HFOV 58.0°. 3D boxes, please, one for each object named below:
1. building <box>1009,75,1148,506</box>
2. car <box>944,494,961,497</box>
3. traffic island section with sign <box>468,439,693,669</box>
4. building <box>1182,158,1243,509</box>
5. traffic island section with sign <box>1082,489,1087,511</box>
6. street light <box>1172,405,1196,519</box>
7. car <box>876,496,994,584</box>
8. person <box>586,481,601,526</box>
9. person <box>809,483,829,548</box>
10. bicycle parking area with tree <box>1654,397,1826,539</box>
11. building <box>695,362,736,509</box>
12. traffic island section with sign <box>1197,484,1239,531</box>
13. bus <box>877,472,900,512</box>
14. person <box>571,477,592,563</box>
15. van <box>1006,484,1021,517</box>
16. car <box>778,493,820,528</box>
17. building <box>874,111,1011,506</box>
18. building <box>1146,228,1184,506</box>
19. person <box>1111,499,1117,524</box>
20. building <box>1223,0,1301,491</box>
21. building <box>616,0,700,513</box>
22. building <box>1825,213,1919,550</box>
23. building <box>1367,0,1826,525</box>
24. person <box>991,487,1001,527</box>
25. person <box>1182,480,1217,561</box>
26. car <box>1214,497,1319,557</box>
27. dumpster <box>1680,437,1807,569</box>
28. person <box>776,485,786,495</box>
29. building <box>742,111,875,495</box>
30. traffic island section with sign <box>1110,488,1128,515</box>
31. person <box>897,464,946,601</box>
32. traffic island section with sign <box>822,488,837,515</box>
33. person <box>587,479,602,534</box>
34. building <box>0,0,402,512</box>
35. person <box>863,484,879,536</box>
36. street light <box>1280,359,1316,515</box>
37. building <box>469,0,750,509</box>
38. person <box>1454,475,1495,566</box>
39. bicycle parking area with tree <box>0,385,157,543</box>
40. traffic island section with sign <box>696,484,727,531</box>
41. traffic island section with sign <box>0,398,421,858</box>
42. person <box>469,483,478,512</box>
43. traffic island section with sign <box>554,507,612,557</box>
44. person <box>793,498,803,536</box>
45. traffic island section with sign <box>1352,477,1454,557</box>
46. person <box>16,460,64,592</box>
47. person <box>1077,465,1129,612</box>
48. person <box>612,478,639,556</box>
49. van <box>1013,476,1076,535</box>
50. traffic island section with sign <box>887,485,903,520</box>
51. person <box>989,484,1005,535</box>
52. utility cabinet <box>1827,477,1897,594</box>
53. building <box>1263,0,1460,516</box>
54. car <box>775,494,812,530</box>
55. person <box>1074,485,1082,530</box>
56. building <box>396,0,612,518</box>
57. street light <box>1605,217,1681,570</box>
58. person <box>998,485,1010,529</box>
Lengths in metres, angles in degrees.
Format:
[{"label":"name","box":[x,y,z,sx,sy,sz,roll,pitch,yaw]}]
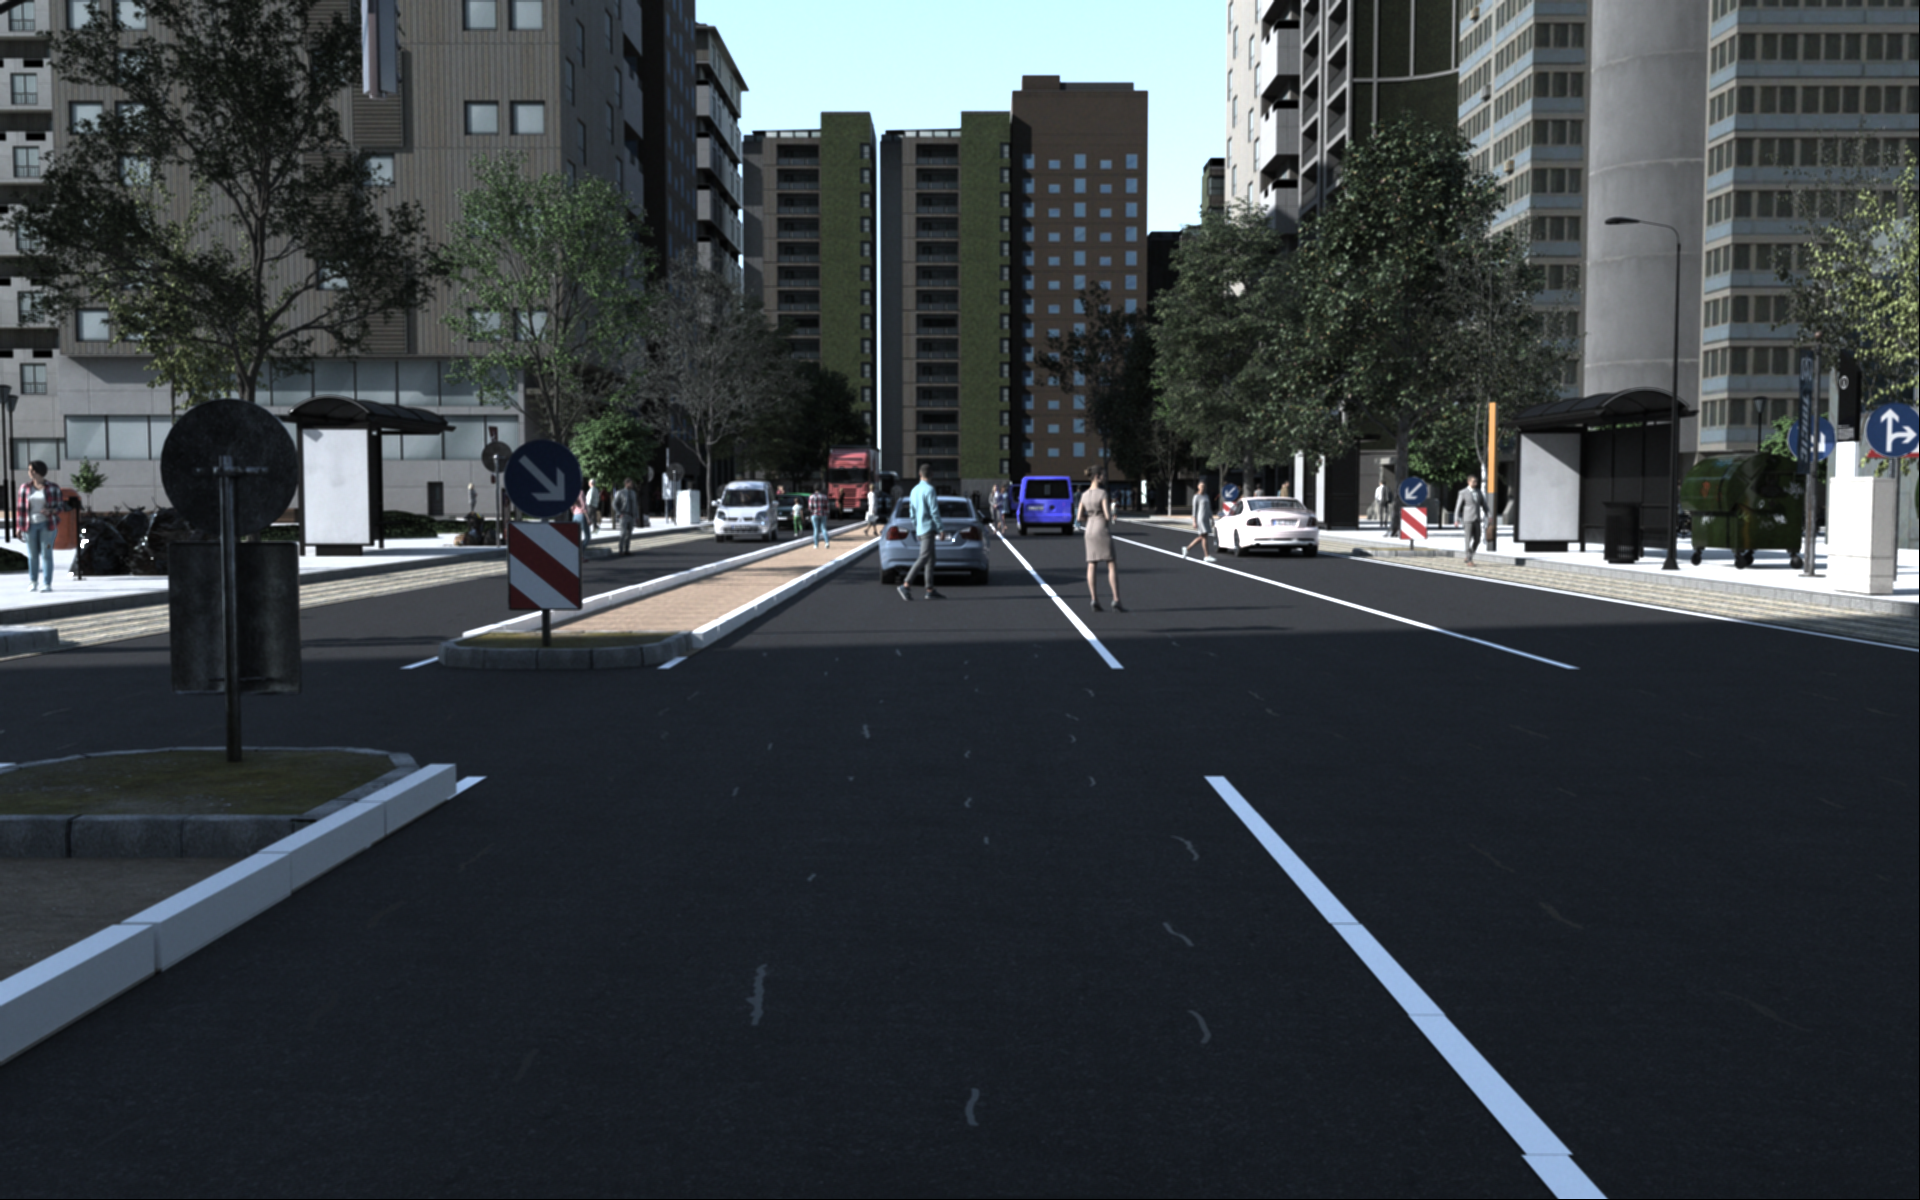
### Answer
[{"label":"building","box":[12.550,-32.942,188.712,14.200,45.320,14.600,0,3,0]},{"label":"car","box":[-0.560,-7.073,125.428,2.009,1.686,4.222,0,4,1]},{"label":"traffic island section with sign","box":[-3.474,-0.427,15.121,2.006,1.907,1.989,0,3,0]},{"label":"building","box":[27.744,-23.226,151.454,14.160,30.474,14.107,0,3,0]},{"label":"traffic island section with sign","box":[10.400,-8.377,145.586,1.989,1.847,2.006,0,3,0]},{"label":"street light","box":[11.720,-7.200,90.264,1.470,5.913,1.316,0,3,0]},{"label":"car","box":[-0.421,-1.033,28.890,2.014,1.417,4.499,0,4,-1]},{"label":"person","box":[-14.228,-3.745,67.150,0.818,1.842,0.514,-3,5,-43]},{"label":"person","box":[-3.708,-2.218,45.605,0.563,1.720,0.643,-1,4,-18]},{"label":"bicycle parking area with tree","box":[22.912,-4.080,53.712,9.016,4.147,8.231,0,4,2]},{"label":"building","box":[-36.071,-50.914,145.122,31.000,86.520,22.319,0,3,0]},{"label":"traffic island section with sign","box":[10.223,-3.569,66.985,1.989,1.847,2.006,0,3,0]},{"label":"bus","box":[-6.324,-8.781,138.424,2.948,3.499,13.247,0,4,0]},{"label":"person","box":[-7.898,-1.691,36.157,0.555,1.821,0.388,2,4,32]},{"label":"van","box":[3.905,-6.453,109.895,2.240,2.365,5.245,0,4,-1]},{"label":"car","box":[-6.932,-4.001,74.210,1.959,1.807,4.718,0,4,1]},{"label":"building","box":[-1.594,-30.866,188.252,14.086,41.232,14.154,0,3,0]},{"label":"building","box":[27.076,-25.526,189.046,14.107,30.474,14.160,0,3,0]},{"label":"person","box":[7.377,-4.285,83.580,0.382,1.210,0.505,-2,4,-29]},{"label":"building","box":[35.210,-33.074,129.996,28.713,52.752,27.495,0,3,0]},{"label":"building","box":[-26.970,-29.060,125.241,14.600,45.320,14.200,0,3,0]},{"label":"building","box":[35.947,-43.939,31.077,31.000,86.520,22.319,0,3,0]},{"label":"building","box":[36.362,-23.618,78.032,32.217,40.220,23.993,0,3,0]},{"label":"person","box":[1.614,-4.063,75.106,0.526,1.800,0.537,-1,4,-9]},{"label":"person","box":[5.128,-1.701,37.055,0.760,1.731,0.466,1,4,17]},{"label":"car","box":[7.208,-1.748,40.950,2.083,1.381,4.827,0,4,-1]},{"label":"dumpster","box":[13.710,-1.697,30.233,1.502,2.255,1.985,0,3,0]},{"label":"person","box":[-8.208,-4.354,79.671,0.580,1.828,0.573,3,4,37]},{"label":"building","box":[-16.184,-30.882,188.519,14.086,41.232,14.154,0,3,0]},{"label":"traffic island section with sign","box":[10.333,-6.679,117.827,1.989,1.847,2.006,0,3,0]},{"label":"person","box":[-0.530,-0.927,23.523,0.748,1.841,0.638,-1,4,-19]},{"label":"traffic island section with sign","box":[-8.983,-6.643,117.236,1.989,1.847,2.006,0,3,0]},{"label":"person","box":[-11.709,-3.001,55.594,0.515,1.767,0.782,0,4,8]},{"label":"building","box":[-65.333,-33.895,143.419,27.495,52.752,28.713,0,3,0]},{"label":"person","box":[-3.046,-3.096,59.464,0.624,1.780,0.694,-1,4,-14]},{"label":"street light","box":[11.688,-5.327,59.641,1.470,5.913,1.316,0,3,0]},{"label":"building","box":[-36.958,-37.091,195.683,27.495,52.752,28.713,0,3,0]},{"label":"person","box":[10.130,-1.564,34.188,0.709,1.813,0.853,-1,4,-17]},{"label":"bicycle parking area with tree","box":[-26.202,-3.733,48.032,9.016,4.147,8.231,-1,4,-13]},{"label":"traffic island section with sign","box":[-9.085,-3.572,67.035,1.989,1.847,2.006,0,3,0]},{"label":"traffic island section with sign","box":[-3.499,0.026,7.713,2.006,1.907,1.989,0,3,0]},{"label":"person","box":[-23.015,-4.632,81.956,0.526,1.800,0.537,1,4,17]},{"label":"traffic island section with sign","box":[-9.148,-1.924,40.080,1.989,1.847,2.006,0,3,0]},{"label":"person","box":[-5.552,-2.855,59.426,0.306,1.304,0.590,-2,4,-24]},{"label":"traffic island section with sign","box":[10.168,-1.921,40.030,1.989,1.847,2.006,0,3,0]},{"label":"person","box":[-12.096,-0.973,22.796,0.563,1.720,0.643,-1,4,-13]},{"label":"person","box":[1.738,-0.751,21.118,0.374,1.781,0.599,-3,5,-45]},{"label":"person","box":[-7.771,-1.941,40.339,0.391,1.810,0.635,2,4,34]},{"label":"van","box":[3.028,-3.508,61.736,2.240,2.365,5.245,0,4,1]},{"label":"traffic island section with sign","box":[-3.326,-5.023,90.259,2.006,1.907,1.989,0,3,0]},{"label":"person","box":[1.313,-3.223,61.476,0.520,1.790,0.573,0,4,-7]},{"label":"utility cabinet","box":[11.655,-0.838,22.388,0.318,1.500,1.173,0,4,2]},{"label":"building","box":[30.682,-40.775,104.923,20.563,71.187,20.611,0,3,0]},{"label":"car","box":[-6.966,-3.660,69.627,2.009,1.686,4.222,0,4,1]},{"label":"person","box":[4.683,-3.642,68.392,0.623,1.781,0.721,-2,4,-26]},{"label":"building","box":[-34.380,-31.467,103.723,28.713,52.752,27.495,0,3,0]},{"label":"street light","box":[11.492,-3.463,29.161,1.470,5.913,1.316,0,3,0]},{"label":"person","box":[1.729,-3.832,71.246,0.616,1.811,0.778,-2,4,-31]}]
